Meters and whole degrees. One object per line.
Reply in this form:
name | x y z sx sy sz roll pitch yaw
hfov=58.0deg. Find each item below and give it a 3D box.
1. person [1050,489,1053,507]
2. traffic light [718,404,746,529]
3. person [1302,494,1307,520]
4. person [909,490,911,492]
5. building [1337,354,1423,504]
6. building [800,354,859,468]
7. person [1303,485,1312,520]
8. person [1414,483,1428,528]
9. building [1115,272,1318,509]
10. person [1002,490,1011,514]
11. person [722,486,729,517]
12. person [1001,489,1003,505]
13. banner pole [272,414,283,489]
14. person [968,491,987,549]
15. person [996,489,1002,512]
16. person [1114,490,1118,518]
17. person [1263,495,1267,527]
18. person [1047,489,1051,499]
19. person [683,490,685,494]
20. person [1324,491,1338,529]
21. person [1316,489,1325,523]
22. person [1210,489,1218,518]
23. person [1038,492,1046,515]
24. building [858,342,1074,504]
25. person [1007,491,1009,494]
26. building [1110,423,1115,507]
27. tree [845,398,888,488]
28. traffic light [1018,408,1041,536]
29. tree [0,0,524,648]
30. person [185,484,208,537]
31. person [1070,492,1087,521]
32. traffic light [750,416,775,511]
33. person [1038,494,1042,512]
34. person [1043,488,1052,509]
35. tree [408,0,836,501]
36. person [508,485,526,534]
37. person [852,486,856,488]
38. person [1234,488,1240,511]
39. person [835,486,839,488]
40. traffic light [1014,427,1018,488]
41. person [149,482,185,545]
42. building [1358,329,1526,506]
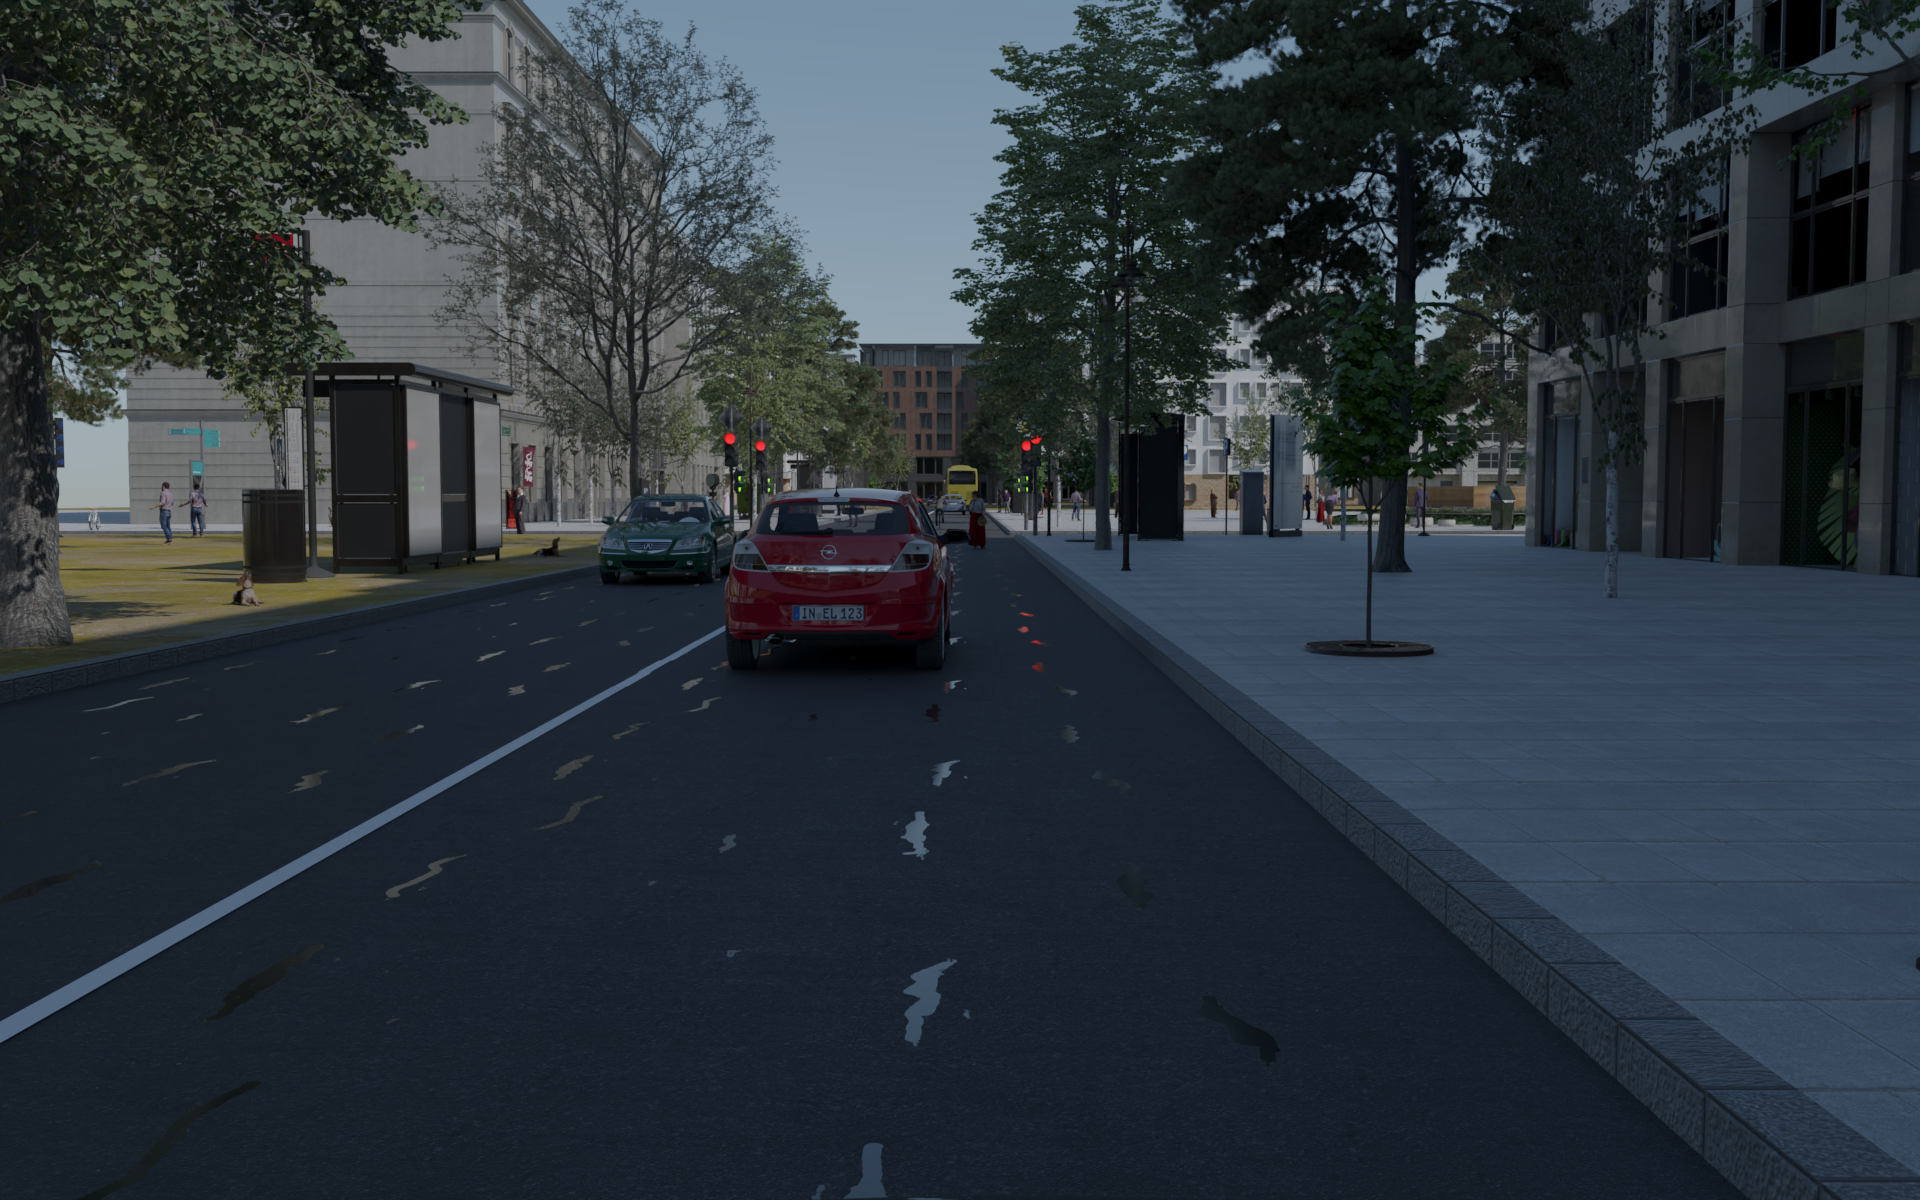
person | 9.113 -10.262 174.345 0.721 1.766 1.217 2 4 24
traffic light | -7.047 -3.932 53.540 0.839 4.213 0.868 0 4 0
person | 16.639 -4.660 84.928 0.574 1.496 0.600 3 4 38
person | -4.114 -8.018 140.117 1.217 1.766 0.721 2 4 31
building | 56.508 -23.436 239.601 11.380 20.091 16.016 0 4 0
building | -19.760 -23.449 239.817 11.380 20.091 16.016 0 4 0
person | 17.294 -4.875 86.456 0.504 1.737 0.576 1 4 19
person | 17.397 -3.571 65.353 0.541 1.710 0.530 0 4 0
building | 22.375 -18.072 151.892 16.016 20.091 11.380 0 4 0
person | 3.058 -6.323 111.628 0.471 1.553 0.569 -3 5 -40
person | -12.945 -5.437 95.601 0.621 1.740 0.551 -2 4 -25
person | 5.049 -12.260 206.462 0.705 1.831 1.348 0 4 1
banner pole | -21.289 -3.919 54.088 0.401 3.779 0.863 0 4 -1
person | 0.464 -2.115 45.541 0.523 1.526 0.387 1 4 14
person | 2.713 -6.959 121.285 0.415 1.643 0.593 -3 5 -42
person | 8.517 -5.242 92.434 0.565 1.739 0.600 0 4 6
person | 11.835 -3.619 67.902 0.574 1.496 0.600 1 4 15
person | 7.608 -8.703 149.046 0.721 1.736 1.217 0 4 -5
person | -18.156 -6.486 114.354 0.482 1.546 0.388 3 5 43
person | 13.583 -3.309 63.378 0.421 1.427 0.697 3 5 40
person | 16.035 -4.186 76.957 0.387 1.526 0.523 1 4 23
person | 13.720 -5.223 93.710 0.388 1.546 0.482 -1 4 -17
person | 4.979 -6.085 107.407 0.662 1.594 0.647 -2 4 -30
building | 2.562 -24.547 245.309 32.646 21.610 27.936 0 4 0
person | 4.981 -10.838 183.916 0.551 1.740 0.621 0 3 0
building | 22.317 -18.774 163.377 16.016 20.091 11.380 0 4 0
tree | -7.663 -10.483 121.763 4.737 8.622 4.395 0 3 0
traffic light | 2.314 -3.932 53.531 0.839 4.213 0.868 0 4 0
tree | -7.940 -6.580 14.231 9.857 13.997 8.962 0 3 0
person | -22.922 -2.691 52.002 0.435 1.587 0.963 2 4 32
person | 5.545 -4.536 82.159 0.963 1.587 0.435 2 4 31
traffic light | -7.027 -4.421 61.525 0.839 4.213 0.868 0 4 0
person | 5.833 -7.235 126.605 0.388 1.546 0.482 -3 5 -40
person | 7.501 -8.905 151.595 1.348 1.831 0.705 2 4 27
tree | -8.099 -8.065 42.230 12.009 13.543 11.850 0 3 0
person | -15.044 -3.021 58.693 0.742 1.727 0.445 1 4 12
person | -4.683 -4.029 74.815 0.568 1.767 0.683 2 4 28
person | 21.251 -7.667 132.221 0.655 1.722 0.431 0 4 -3
person | -7.222 -5.813 101.789 0.504 1.737 0.576 1 4 11
traffic light | 2.335 -4.420 61.516 0.839 4.213 0.868 0 4 0
person | -20.094 -2.189 43.784 0.435 1.587 0.963 0 4 -2
building | 62.252 -20.000 193.453 31.486 18.905 16.747 0 4 0
